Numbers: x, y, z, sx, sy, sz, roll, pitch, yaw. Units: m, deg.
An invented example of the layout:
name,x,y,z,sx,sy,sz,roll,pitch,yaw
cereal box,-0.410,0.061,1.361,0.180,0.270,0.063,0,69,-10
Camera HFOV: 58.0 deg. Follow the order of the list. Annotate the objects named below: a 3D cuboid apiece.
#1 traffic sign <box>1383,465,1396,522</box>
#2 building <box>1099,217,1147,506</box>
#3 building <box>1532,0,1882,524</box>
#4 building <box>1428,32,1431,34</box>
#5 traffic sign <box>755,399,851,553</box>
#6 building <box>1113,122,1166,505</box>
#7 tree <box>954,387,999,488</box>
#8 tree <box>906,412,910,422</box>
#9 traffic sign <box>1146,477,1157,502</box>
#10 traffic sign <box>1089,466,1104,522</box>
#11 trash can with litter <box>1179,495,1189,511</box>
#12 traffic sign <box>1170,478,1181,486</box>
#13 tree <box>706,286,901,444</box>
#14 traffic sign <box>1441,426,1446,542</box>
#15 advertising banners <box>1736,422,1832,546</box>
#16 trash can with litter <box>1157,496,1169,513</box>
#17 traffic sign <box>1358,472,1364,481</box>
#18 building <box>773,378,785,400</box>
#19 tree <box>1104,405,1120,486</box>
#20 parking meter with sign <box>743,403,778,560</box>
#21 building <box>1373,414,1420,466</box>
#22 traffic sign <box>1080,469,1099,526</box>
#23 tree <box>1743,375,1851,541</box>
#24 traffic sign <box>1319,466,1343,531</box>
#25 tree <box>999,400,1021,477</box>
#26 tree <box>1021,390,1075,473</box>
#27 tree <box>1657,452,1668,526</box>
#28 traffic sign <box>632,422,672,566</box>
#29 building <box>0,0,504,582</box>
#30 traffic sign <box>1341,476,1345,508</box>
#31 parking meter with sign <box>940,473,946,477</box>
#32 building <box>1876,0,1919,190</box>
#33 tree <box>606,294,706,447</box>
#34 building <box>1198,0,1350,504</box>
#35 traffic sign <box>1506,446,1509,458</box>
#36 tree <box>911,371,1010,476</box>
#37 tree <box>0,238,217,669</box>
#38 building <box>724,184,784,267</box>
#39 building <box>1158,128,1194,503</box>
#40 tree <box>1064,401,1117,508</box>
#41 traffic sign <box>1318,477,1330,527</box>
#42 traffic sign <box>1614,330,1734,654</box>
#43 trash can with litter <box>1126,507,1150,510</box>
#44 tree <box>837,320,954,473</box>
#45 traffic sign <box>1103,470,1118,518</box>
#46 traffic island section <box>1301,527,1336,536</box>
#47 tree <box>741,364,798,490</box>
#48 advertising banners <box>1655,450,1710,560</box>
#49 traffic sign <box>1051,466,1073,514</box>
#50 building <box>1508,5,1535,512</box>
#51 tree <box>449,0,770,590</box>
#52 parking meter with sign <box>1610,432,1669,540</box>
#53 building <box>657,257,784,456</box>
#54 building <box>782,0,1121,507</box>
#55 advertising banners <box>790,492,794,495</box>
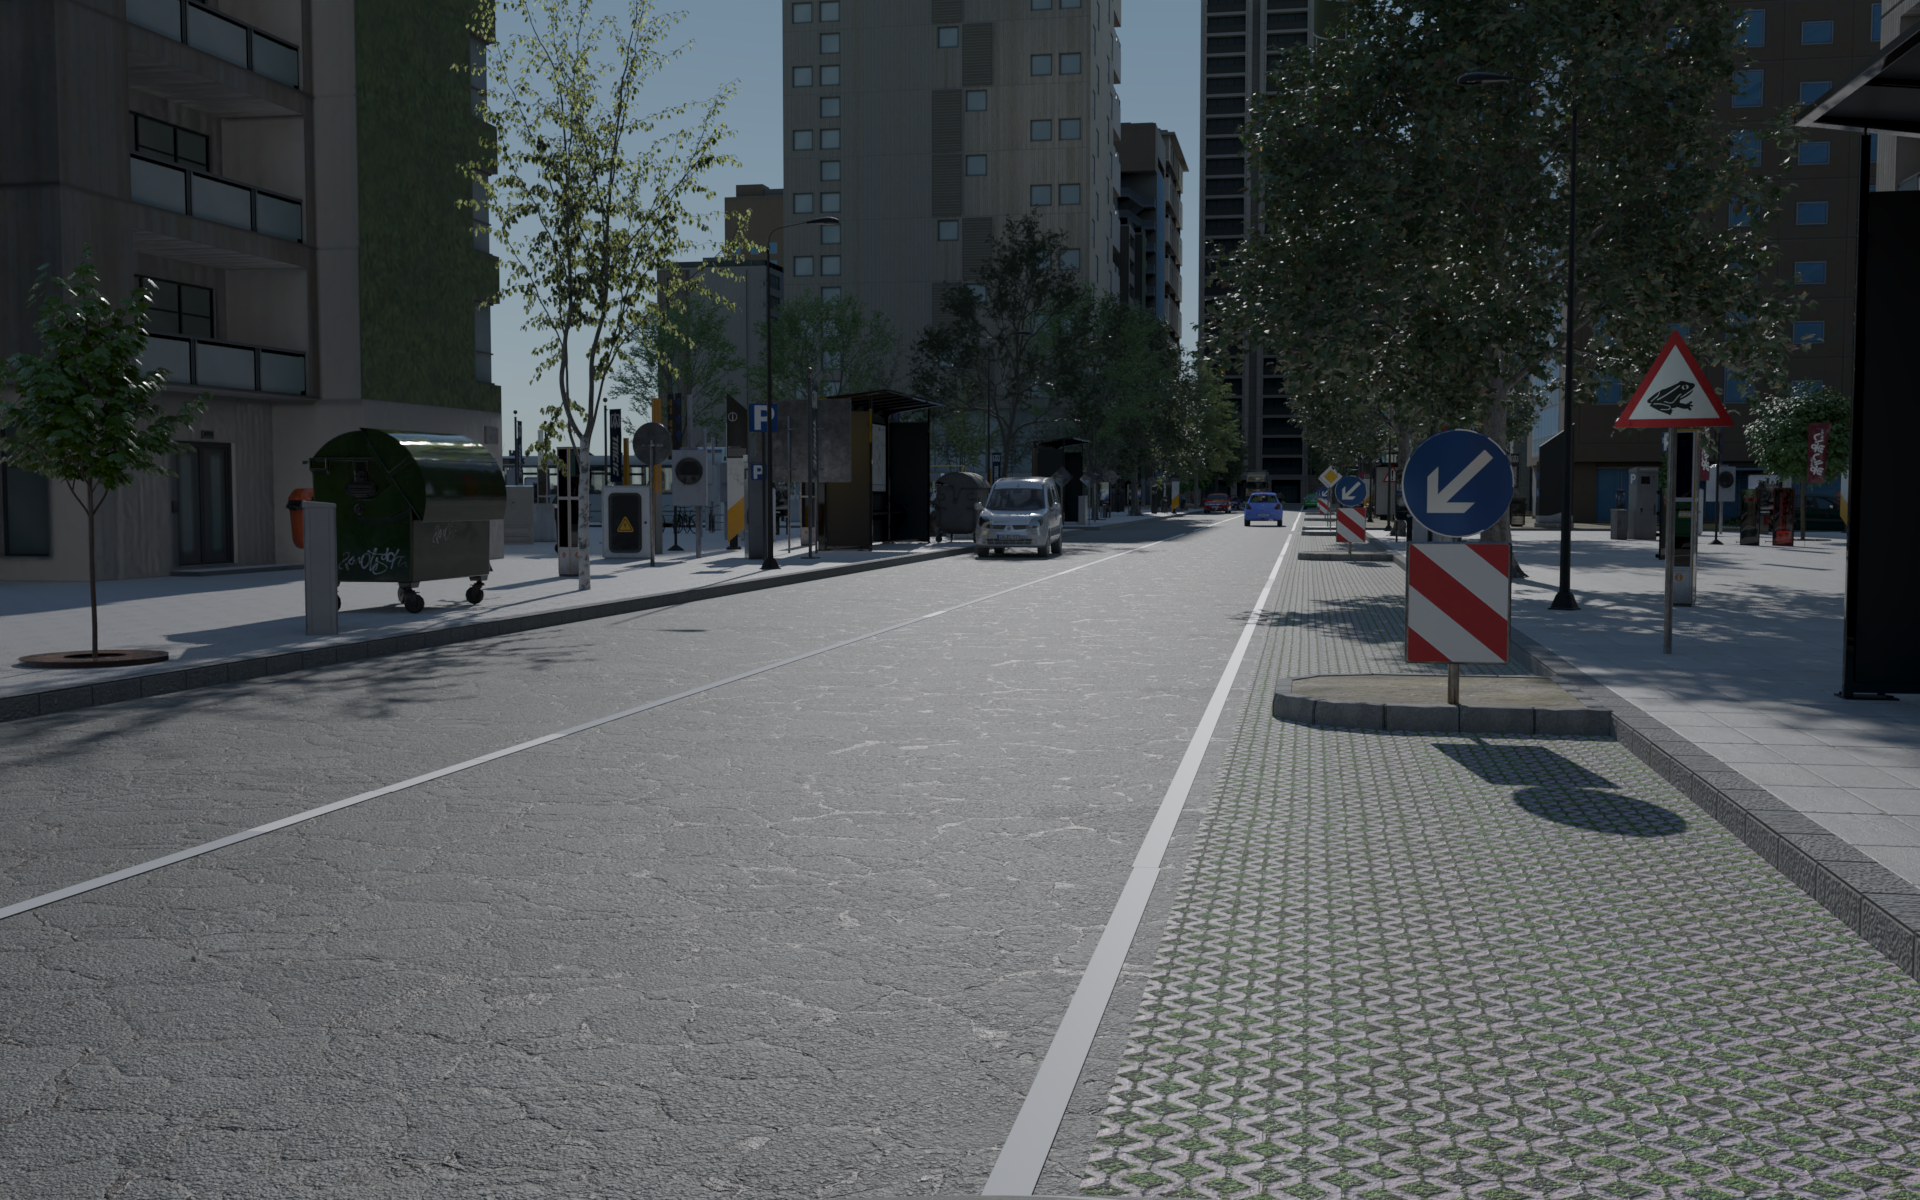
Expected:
name,x,y,z,sx,sy,sz,roll,pitch,yaw
traffic sign,19.518,-4.782,78.195,0.884,2.594,0.081,1,4,20
building,11.698,-24.992,180.316,14.160,30.474,14.107,1,4,11
building,34.780,-26.294,80.023,14.200,45.320,14.600,1,4,11
building,64.456,-36.665,188.717,28.713,52.752,27.495,1,4,11
traffic sign,-3.402,-2.661,37.380,2.265,3.308,0.079,1,4,20
building,16.665,-34.006,206.107,14.200,45.320,14.600,1,4,11
tree,-0.512,-9.626,107.742,4.360,8.622,3.978,0,3,0
tree,-3.137,-11.310,135.281,4.737,8.622,4.395,0,3,0
traffic sign,14.292,-7.905,129.347,0.768,2.556,0.104,1,4,13
traffic sign,6.121,-4.794,78.494,0.768,2.556,0.104,1,4,18
trash can with litter,17.486,-7.552,134.861,0.624,1.170,1.055,-1,4,-22
traffic sign,15.462,-7.611,124.547,0.768,2.556,0.104,1,4,13
tree,-6.976,-9.779,85.648,9.928,11.665,9.643,0,3,0
traffic sign,9.326,-2.043,33.399,0.884,2.594,0.081,1,4,20
advertising banners,20.338,-2.850,42.781,2.074,3.025,0.090,2,4,30
trash can with litter,13.675,-6.518,117.954,1.055,1.170,0.624,2,4,26
traffic sign,22.671,-5.925,96.980,0.768,2.556,0.104,1,4,13
building,-6.317,-54.589,205.197,31.000,86.520,22.319,1,4,11
tree,11.972,-11.539,139.031,4.360,8.622,3.978,0,3,0
parking meter with sign,-3.997,-2.321,34.207,0.543,3.016,1.738,-1,4,-15
building,70.034,-37.841,238.308,30.456,49.044,23.786,1,4,11
traffic sign,5.209,-4.040,69.702,0.795,2.450,0.064,1,4,11
tree,23.452,-3.926,47.906,4.285,4.588,4.351,0,3,0
traffic sign,12.840,-3.447,60.007,0.795,2.450,0.064,1,4,11
tree,3.832,-11.059,131.178,4.360,8.622,3.978,0,3,0
tree,6.882,-10.692,125.181,4.360,8.622,3.978,0,3,0
tree,28.477,-4.578,69.446,1.663,3.219,1.824,0,3,0
traffic sign,-5.456,-1.868,30.650,0.768,2.556,0.104,1,4,16
building,-17.300,-21.057,27.884,14.154,41.232,14.086,1,4,11
traffic sign,27.236,-7.494,122.630,0.768,2.556,0.104,1,4,16
parking meter with sign,-0.824,-9.028,143.874,0.543,3.016,1.738,3,5,44
building,27.898,-21.590,36.592,14.154,41.232,14.086,1,4,11
tree,-14.633,-9.991,89.109,9.928,11.665,9.643,0,3,0
building,44.211,-49.144,241.751,20.611,71.187,20.563,1,4,11
traffic sign,12.262,-2.438,39.969,0.768,2.556,0.104,1,4,19
tree,0.507,-9.276,102.021,4.737,8.622,4.395,0,3,0
tree,-6.519,-1.140,13.239,1.663,3.219,1.824,0,3,0
building,-25.092,-36.827,252.231,14.200,45.320,14.600,1,4,11
building,20.311,-40.425,250.185,27.495,52.752,28.713,1,4,11
tree,9.938,-10.998,130.184,4.737,8.622,4.395,0,3,0
traffic sign,14.415,-3.926,67.836,0.795,2.450,0.064,1,4,11
traffic sign,5.686,-0.847,13.846,0.884,2.594,0.081,1,4,17
trash can with litter,14.879,-8.080,143.169,2.233,1.210,1.678,2,4,24
tree,-3.292,-7.578,74.257,4.360,8.622,3.978,0,3,0
traffic sign,8.052,-5.672,92.839,0.768,2.556,0.104,1,4,12
traffic island section,12.865,-2.312,60.080,2.009,0.180,2.903,1,4,11
tree,-10.416,-9.034,98.074,4.737,8.622,4.395,0,3,0
advertising banners,14.353,-2.327,34.234,2.074,3.025,0.090,-3,5,-39
traffic sign,3.634,-3.562,61.873,0.795,2.450,0.064,1,4,11
building,45.301,-49.080,115.136,22.319,86.520,31.000,1,4,11
tree,-4.906,-4.453,23.164,4.360,8.622,3.978,0,3,0
parking meter with sign,19.233,-3.214,48.808,1.738,3.016,0.543,-1,4,-13
building,-28.538,-27.118,215.087,14.107,30.474,14.160,1,4,11
building,0.316,-34.939,160.496,28.713,52.752,27.495,1,4,11
advertising banners,-13.433,-8.406,133.620,0.090,3.025,2.074,2,4,35
